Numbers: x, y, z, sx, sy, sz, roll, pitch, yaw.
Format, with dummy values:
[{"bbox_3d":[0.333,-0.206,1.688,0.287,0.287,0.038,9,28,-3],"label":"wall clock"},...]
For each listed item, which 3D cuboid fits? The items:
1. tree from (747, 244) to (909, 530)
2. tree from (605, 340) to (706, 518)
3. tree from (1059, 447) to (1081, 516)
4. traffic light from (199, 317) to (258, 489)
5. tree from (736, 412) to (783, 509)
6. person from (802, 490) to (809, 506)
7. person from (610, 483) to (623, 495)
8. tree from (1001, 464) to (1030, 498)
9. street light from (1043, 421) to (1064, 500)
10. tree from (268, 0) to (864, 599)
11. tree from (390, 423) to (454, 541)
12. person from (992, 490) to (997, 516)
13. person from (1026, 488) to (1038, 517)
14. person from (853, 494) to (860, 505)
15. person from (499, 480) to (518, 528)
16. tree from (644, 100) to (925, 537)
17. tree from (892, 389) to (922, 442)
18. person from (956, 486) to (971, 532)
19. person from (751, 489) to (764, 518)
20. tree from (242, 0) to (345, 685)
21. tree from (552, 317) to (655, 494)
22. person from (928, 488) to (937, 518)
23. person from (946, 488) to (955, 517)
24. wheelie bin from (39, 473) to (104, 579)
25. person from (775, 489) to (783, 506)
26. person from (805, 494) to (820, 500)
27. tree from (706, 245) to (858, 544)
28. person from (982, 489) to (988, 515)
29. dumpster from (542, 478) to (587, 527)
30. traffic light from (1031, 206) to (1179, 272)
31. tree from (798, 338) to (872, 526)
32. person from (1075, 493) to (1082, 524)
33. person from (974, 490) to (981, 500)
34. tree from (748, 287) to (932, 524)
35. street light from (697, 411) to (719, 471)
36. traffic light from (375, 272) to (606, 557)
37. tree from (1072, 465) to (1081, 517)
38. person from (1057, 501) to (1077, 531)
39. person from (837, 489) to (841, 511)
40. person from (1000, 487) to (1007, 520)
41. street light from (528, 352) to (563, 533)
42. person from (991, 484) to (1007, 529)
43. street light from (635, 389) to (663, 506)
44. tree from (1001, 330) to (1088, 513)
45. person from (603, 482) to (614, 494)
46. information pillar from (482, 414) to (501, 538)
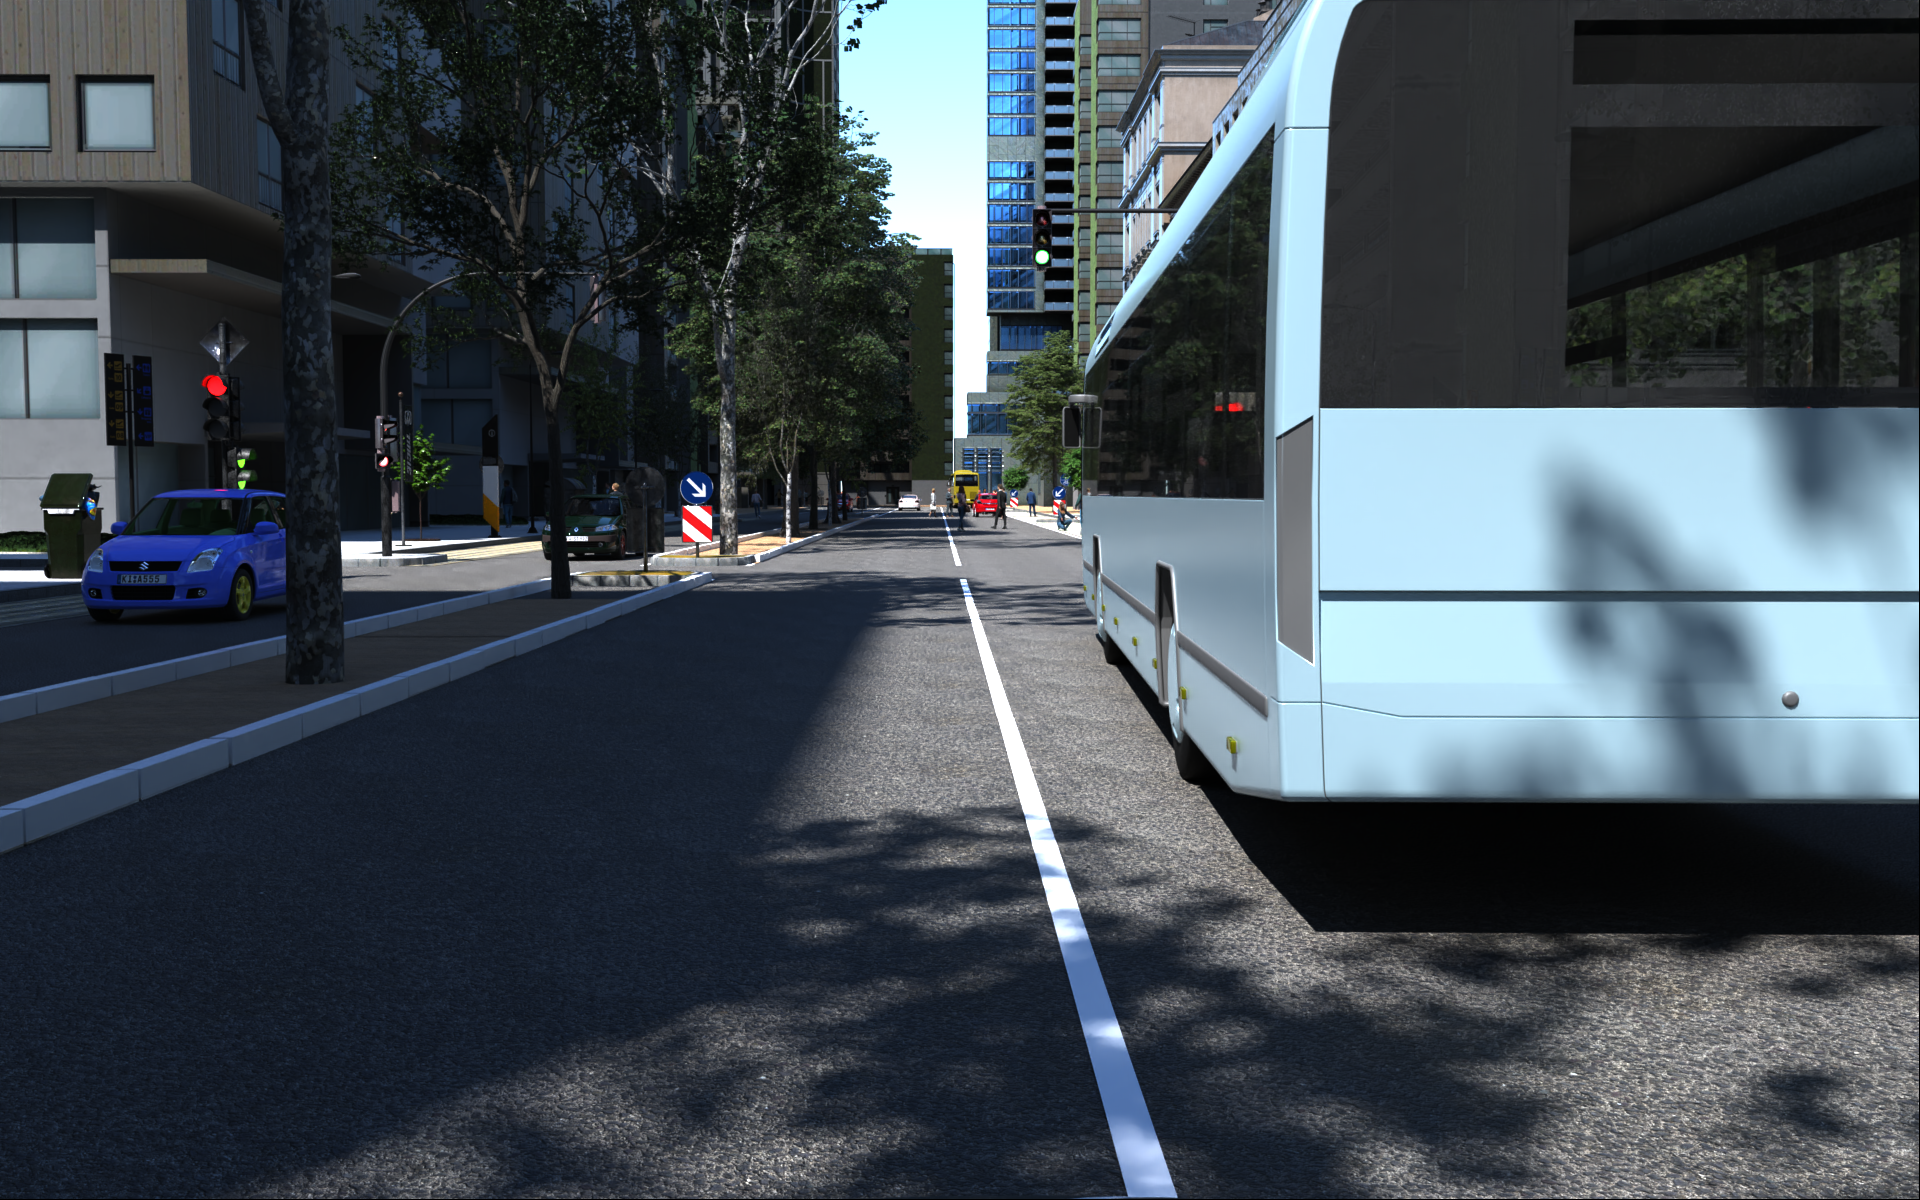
[{"bbox_3d":[-5.770,-8.614,69.051,9.928,11.665,9.643,0,3,0],"label":"tree"},{"bbox_3d":[-14.555,-8.057,82.102,4.360,8.622,3.978,0,3,0],"label":"tree"},{"bbox_3d":[7.370,-7.283,102.793,4.285,4.588,4.351,0,3,0],"label":"tree"},{"bbox_3d":[-11.664,-2.362,27.536,0.839,4.253,0.868,0,4,-1],"label":"traffic light"},{"bbox_3d":[-16.611,-13.979,146.682,7.486,12.596,7.792,0,3,0],"label":"tree"},{"bbox_3d":[-16.605,-11.040,187.328,1.217,1.735,0.721,-2,4,-33],"label":"person"},{"bbox_3d":[-10.648,-2.751,53.897,0.534,1.772,0.576,2,4,35],"label":"person"},{"bbox_3d":[5.966,-12.448,187.235,4.285,4.588,4.351,0,3,0],"label":"tree"},{"bbox_3d":[5.993,-8.413,110.095,1.470,5.913,1.316,0,4,-1],"label":"street light"},{"bbox_3d":[-5.467,-5.320,23.858,8.767,10.594,7.601,0,4,-1],"label":"tree"},{"bbox_3d":[-14.620,-3.224,47.314,1.663,3.219,1.824,0,3,0],"label":"tree"},{"bbox_3d":[2.241,-6.347,113.080,0.445,1.727,0.742,0,4,1],"label":"person"},{"bbox_3d":[4.517,-6.122,108.777,0.721,1.800,0.419,1,4,10],"label":"person"},{"bbox_3d":[-10.299,-9.929,174.100,1.065,1.426,0.557,3,4,36],"label":"person"},{"bbox_3d":[-17.061,-3.616,65.157,0.794,1.824,0.713,-2,4,-28],"label":"person"},{"bbox_3d":[-5.627,-9.039,56.906,9.857,13.997,8.962,0,3,0],"label":"tree"},{"bbox_3d":[-6.181,-9.576,93.431,8.767,10.594,7.601,0,4,-1],"label":"tree"},{"bbox_3d":[0.052,-3.484,66.058,0.643,1.750,0.593,-3,5,-43],"label":"person"},{"bbox_3d":[-11.784,-5.626,101.154,0.731,1.740,0.598,-1,4,-20],"label":"person"},{"bbox_3d":[-6.117,-9.482,13.369,12.611,20.169,13.585,0,3,0],"label":"tree"},{"bbox_3d":[-14.639,-7.310,69.874,4.737,8.622,4.395,0,3,0],"label":"tree"},{"bbox_3d":[-1.662,-5.926,105.742,0.624,1.780,0.694,0,4,-5],"label":"person"},{"bbox_3d":[-0.592,-6.058,107.716,0.590,1.801,0.661,2,4,32],"label":"person"},{"bbox_3d":[-13.556,-1.133,26.434,0.980,1.594,0.693,0,4,4],"label":"wheelie bin"},{"bbox_3d":[-19.267,-10.931,184.856,1.348,1.812,0.705,3,4,36],"label":"person"},{"bbox_3d":[-11.524,-7.771,135.694,1.348,1.807,0.705,1,4,22],"label":"person"},{"bbox_3d":[-4.952,-5.932,49.815,4.360,8.622,3.978,0,3,0],"label":"tree"},{"bbox_3d":[1.747,-6.886,121.105,1.348,1.822,0.705,-2,4,-28],"label":"person"},{"bbox_3d":[-14.079,-3.417,61.632,1.264,1.857,1.865,0,4,-1],"label":"dumpster"},{"bbox_3d":[3.505,-3.238,27.610,4.771,5.953,1.251,0,4,-1],"label":"traffic light"},{"bbox_3d":[-5.730,-7.568,76.562,4.737,8.622,4.395,0,3,0],"label":"tree"},{"bbox_3d":[4.690,-3.434,64.993,0.623,1.781,0.721,-2,4,-24],"label":"person"},{"bbox_3d":[1.510,-7.638,133.931,0.990,1.755,0.434,1,4,23],"label":"person"},{"bbox_3d":[-6.194,-10.056,83.874,9.611,12.733,9.660,0,3,0],"label":"tree"},{"bbox_3d":[-14.081,-7.592,96.665,1.470,5.913,1.316,0,4,-1],"label":"street light"},{"bbox_3d":[-9.679,-3.726,35.583,4.771,5.953,1.251,0,4,-1],"label":"traffic light"},{"bbox_3d":[7.027,-6.162,95.345,1.663,3.219,1.824,0,3,0],"label":"tree"},{"bbox_3d":[4.130,-3.260,67.301,1.012,1.151,0.738,-2,4,-34],"label":"person"},{"bbox_3d":[-10.167,-8.352,145.070,0.705,1.821,1.348,2,4,28],"label":"person"},{"bbox_3d":[2.457,-5.419,97.123,0.654,1.822,0.581,-2,4,-35],"label":"person"},{"bbox_3d":[-13.460,-5.140,56.575,1.470,5.913,1.316,0,4,-1],"label":"street light"},{"bbox_3d":[1.616,-3.849,71.211,0.755,1.850,0.659,3,5,44],"label":"person"},{"bbox_3d":[-13.800,-6.366,76.620,1.470,5.913,1.316,0,4,-1],"label":"street light"},{"bbox_3d":[6.448,-12.333,119.772,7.486,12.596,7.792,0,3,0],"label":"tree"},{"bbox_3d":[-16.144,-4.489,79.345,0.656,1.842,0.836,-2,4,-27],"label":"person"},{"bbox_3d":[-13.782,-3.642,50.905,0.504,3.616,0.183,1,4,14],"label":"information pillar"}]
